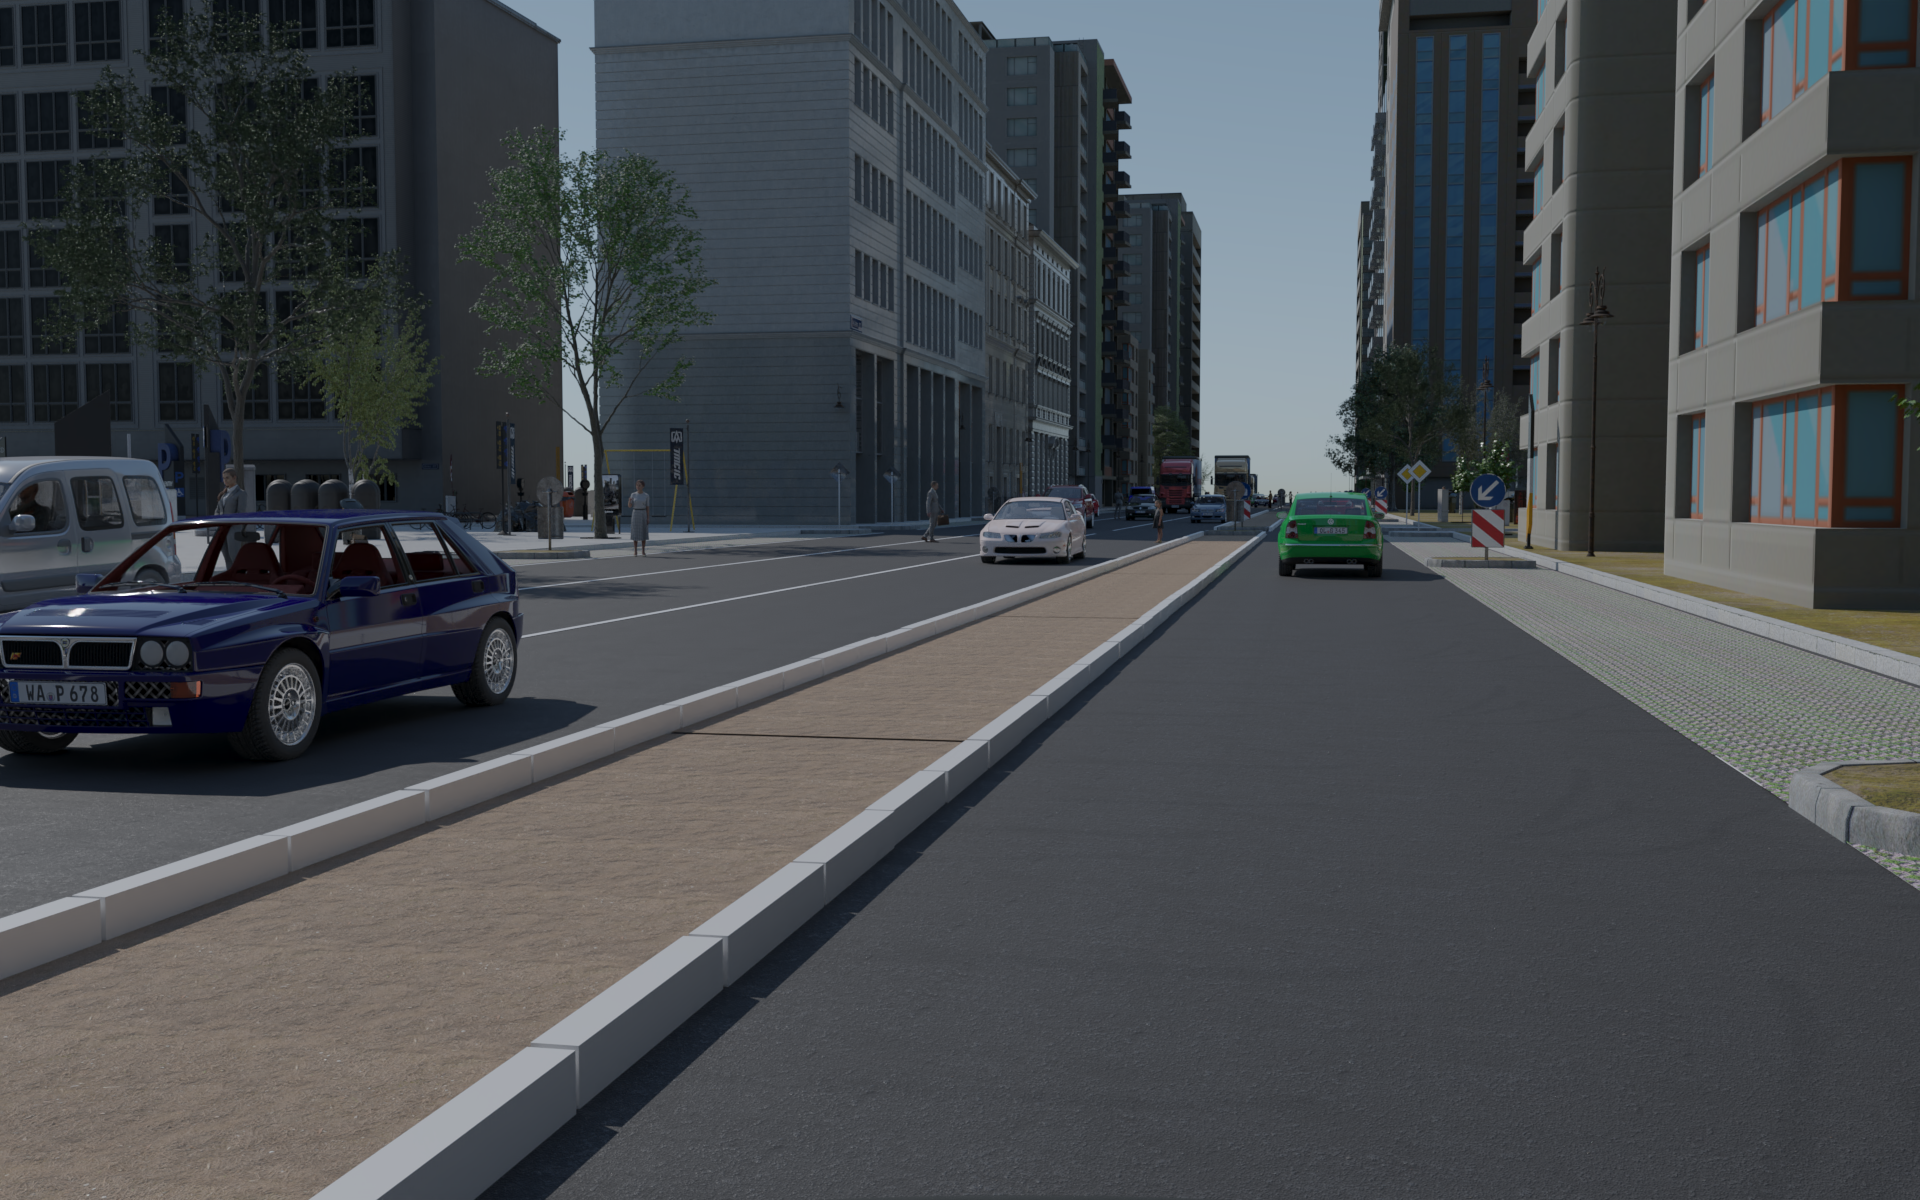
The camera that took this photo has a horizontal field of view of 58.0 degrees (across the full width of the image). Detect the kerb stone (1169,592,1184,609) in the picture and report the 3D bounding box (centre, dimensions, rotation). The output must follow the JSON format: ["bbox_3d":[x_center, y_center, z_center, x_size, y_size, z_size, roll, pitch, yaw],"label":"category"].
[{"bbox_3d":[2.664,0.035,21.618,0.120,0.150,1.000,1,4,12],"label":"kerb stone"}]

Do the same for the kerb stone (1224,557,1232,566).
[{"bbox_3d":[5.154,-0.702,33.670,0.120,0.150,1.000,1,4,12],"label":"kerb stone"}]

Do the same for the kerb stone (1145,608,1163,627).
[{"bbox_3d":[2.050,0.220,18.602,0.120,0.150,1.000,1,4,12],"label":"kerb stone"}]

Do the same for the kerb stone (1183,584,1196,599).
[{"bbox_3d":[3.087,-0.086,23.625,0.120,0.150,1.000,1,4,12],"label":"kerb stone"}]

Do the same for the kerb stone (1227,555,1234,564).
[{"bbox_3d":[5.352,-0.759,34.673,0.120,0.150,1.000,1,4,12],"label":"kerb stone"}]

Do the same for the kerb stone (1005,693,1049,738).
[{"bbox_3d":[0.394,0.717,10.552,0.120,0.150,1.000,1,4,12],"label":"kerb stone"}]

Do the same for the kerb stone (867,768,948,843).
[{"bbox_3d":[-0.227,0.898,7.536,0.120,0.150,1.000,1,4,12],"label":"kerb stone"}]

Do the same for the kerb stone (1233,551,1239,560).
[{"bbox_3d":[5.772,-0.886,36.684,0.120,0.150,1.000,1,4,12],"label":"kerb stone"}]

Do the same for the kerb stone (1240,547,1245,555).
[{"bbox_3d":[6.392,-1.068,39.712,0.120,0.150,1.000,1,4,12],"label":"kerb stone"}]

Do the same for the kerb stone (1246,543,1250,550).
[{"bbox_3d":[7.009,-1.256,42.723,0.120,0.150,1.000,1,4,12],"label":"kerb stone"}]

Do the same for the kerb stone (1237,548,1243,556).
[{"bbox_3d":[6.185,-1.008,38.711,0.120,0.150,1.000,1,4,12],"label":"kerb stone"}]

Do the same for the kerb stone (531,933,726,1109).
[{"bbox_3d":[-0.845,1.080,4.531,0.120,0.150,1.000,1,4,12],"label":"kerb stone"}]

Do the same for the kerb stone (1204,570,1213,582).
[{"bbox_3d":[3.910,-0.333,27.645,0.120,0.150,1.000,1,4,12],"label":"kerb stone"}]

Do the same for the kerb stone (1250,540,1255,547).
[{"bbox_3d":[7.635,-1.440,45.742,0.120,0.150,1.000,1,4,12],"label":"kerb stone"}]

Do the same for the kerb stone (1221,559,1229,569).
[{"bbox_3d":[4.940,-0.640,32.668,0.120,0.150,1.000,1,4,12],"label":"kerb stone"}]

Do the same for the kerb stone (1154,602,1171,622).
[{"bbox_3d":[2.259,0.158,19.610,0.120,0.150,1.000,1,4,12],"label":"kerb stone"}]

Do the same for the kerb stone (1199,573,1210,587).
[{"bbox_3d":[3.712,-0.272,26.636,0.120,0.150,1.000,1,4,12],"label":"kerb stone"}]

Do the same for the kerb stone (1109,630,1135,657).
[{"bbox_3d":[1.437,0.405,15.591,0.120,0.150,1.000,1,4,12],"label":"kerb stone"}]

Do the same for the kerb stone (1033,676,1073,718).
[{"bbox_3d":[0.607,0.651,11.554,0.120,0.150,1.000,1,4,12],"label":"kerb stone"}]

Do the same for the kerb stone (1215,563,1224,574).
[{"bbox_3d":[4.536,-0.513,30.660,0.120,0.150,1.000,1,4,12],"label":"kerb stone"}]

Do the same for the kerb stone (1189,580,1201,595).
[{"bbox_3d":[3.298,-0.147,24.627,0.120,0.150,1.000,1,4,12],"label":"kerb stone"}]

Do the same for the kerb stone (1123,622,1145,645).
[{"bbox_3d":[1.642,0.346,16.595,0.120,0.150,1.000,1,4,12],"label":"kerb stone"}]

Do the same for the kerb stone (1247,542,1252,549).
[{"bbox_3d":[7.223,-1.317,43.723,0.120,0.150,1.000,1,4,12],"label":"kerb stone"}]

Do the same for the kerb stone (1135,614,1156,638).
[{"bbox_3d":[1.854,0.281,17.595,0.120,0.150,1.000,1,4,12],"label":"kerb stone"}]

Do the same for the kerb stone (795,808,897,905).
[{"bbox_3d":[-0.425,0.958,6.533,0.120,0.150,1.000,1,4,12],"label":"kerb stone"}]

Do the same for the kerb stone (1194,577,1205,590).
[{"bbox_3d":[3.496,-0.207,25.631,0.120,0.150,1.000,1,4,12],"label":"kerb stone"}]

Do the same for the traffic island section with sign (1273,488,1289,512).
[{"bbox_3d":[26.174,-8.134,141.133,2.006,1.907,1.989,1,4,12],"label":"traffic island section with sign"}]

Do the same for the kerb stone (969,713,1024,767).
[{"bbox_3d":[0.196,0.773,9.549,0.120,0.150,1.000,1,4,12],"label":"kerb stone"}]

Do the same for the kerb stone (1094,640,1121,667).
[{"bbox_3d":[1.222,0.471,14.577,0.120,0.150,1.000,1,4,12],"label":"kerb stone"}]

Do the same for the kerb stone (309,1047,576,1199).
[{"bbox_3d":[-1.046,1.142,3.521,0.120,0.150,1.000,1,4,12],"label":"kerb stone"}]

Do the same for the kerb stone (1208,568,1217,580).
[{"bbox_3d":[4.122,-0.394,28.645,0.120,0.150,1.000,1,4,12],"label":"kerb stone"}]

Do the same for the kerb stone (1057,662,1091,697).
[{"bbox_3d":[0.811,0.591,12.564,0.120,0.150,1.000,1,4,12],"label":"kerb stone"}]

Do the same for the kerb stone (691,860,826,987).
[{"bbox_3d":[-0.632,1.019,5.532,0.120,0.150,1.000,1,4,12],"label":"kerb stone"}]

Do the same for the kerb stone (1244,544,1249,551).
[{"bbox_3d":[6.808,-1.194,41.714,0.120,0.150,1.000,1,4,12],"label":"kerb stone"}]

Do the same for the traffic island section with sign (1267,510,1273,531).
[{"bbox_3d":[11.047,-3.632,67.527,2.006,1.907,1.989,1,4,12],"label":"traffic island section with sign"}]

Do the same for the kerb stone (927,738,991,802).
[{"bbox_3d":[-0.013,0.837,8.539,0.120,0.150,1.000,1,4,12],"label":"kerb stone"}]

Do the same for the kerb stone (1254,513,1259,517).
[{"bbox_3d":[18.908,-5.429,111.005,0.120,0.150,1.000,1,4,12],"label":"kerb stone"}]

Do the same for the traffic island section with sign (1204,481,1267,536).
[{"bbox_3d":[9.546,-3.189,60.273,2.006,1.907,1.989,1,4,12],"label":"traffic island section with sign"}]

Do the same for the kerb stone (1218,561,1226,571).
[{"bbox_3d":[4.736,-0.579,31.665,0.120,0.150,1.000,1,4,12],"label":"kerb stone"}]

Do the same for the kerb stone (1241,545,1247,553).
[{"bbox_3d":[6.598,-1.133,40.714,0.120,0.150,1.000,1,4,12],"label":"kerb stone"}]

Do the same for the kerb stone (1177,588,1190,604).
[{"bbox_3d":[2.876,-0.026,22.625,0.120,0.150,1.000,1,4,12],"label":"kerb stone"}]

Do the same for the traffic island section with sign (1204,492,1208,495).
[{"bbox_3d":[39.177,-16.283,274.858,1.989,1.847,2.006,1,4,12],"label":"traffic island section with sign"}]

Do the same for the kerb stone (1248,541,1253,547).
[{"bbox_3d":[7.430,-1.377,44.735,0.120,0.150,1.000,1,4,12],"label":"kerb stone"}]

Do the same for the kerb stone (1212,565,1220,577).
[{"bbox_3d":[4.324,-0.456,29.651,0.120,0.150,1.000,1,4,12],"label":"kerb stone"}]

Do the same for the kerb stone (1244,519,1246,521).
[{"bbox_3d":[14.782,-4.204,90.924,0.120,0.150,1.000,1,4,12],"label":"kerb stone"}]

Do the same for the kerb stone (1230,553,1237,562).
[{"bbox_3d":[5.563,-0.820,35.680,0.120,0.150,1.000,1,4,12],"label":"kerb stone"}]

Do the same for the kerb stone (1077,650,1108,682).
[{"bbox_3d":[1.020,0.528,13.565,0.120,0.150,1.000,1,4,12],"label":"kerb stone"}]

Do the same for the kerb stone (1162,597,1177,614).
[{"bbox_3d":[2.457,0.098,20.617,0.120,0.150,1.000,1,4,12],"label":"kerb stone"}]

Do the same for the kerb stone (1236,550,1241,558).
[{"bbox_3d":[5.979,-0.948,37.702,0.120,0.150,1.000,1,4,12],"label":"kerb stone"}]
